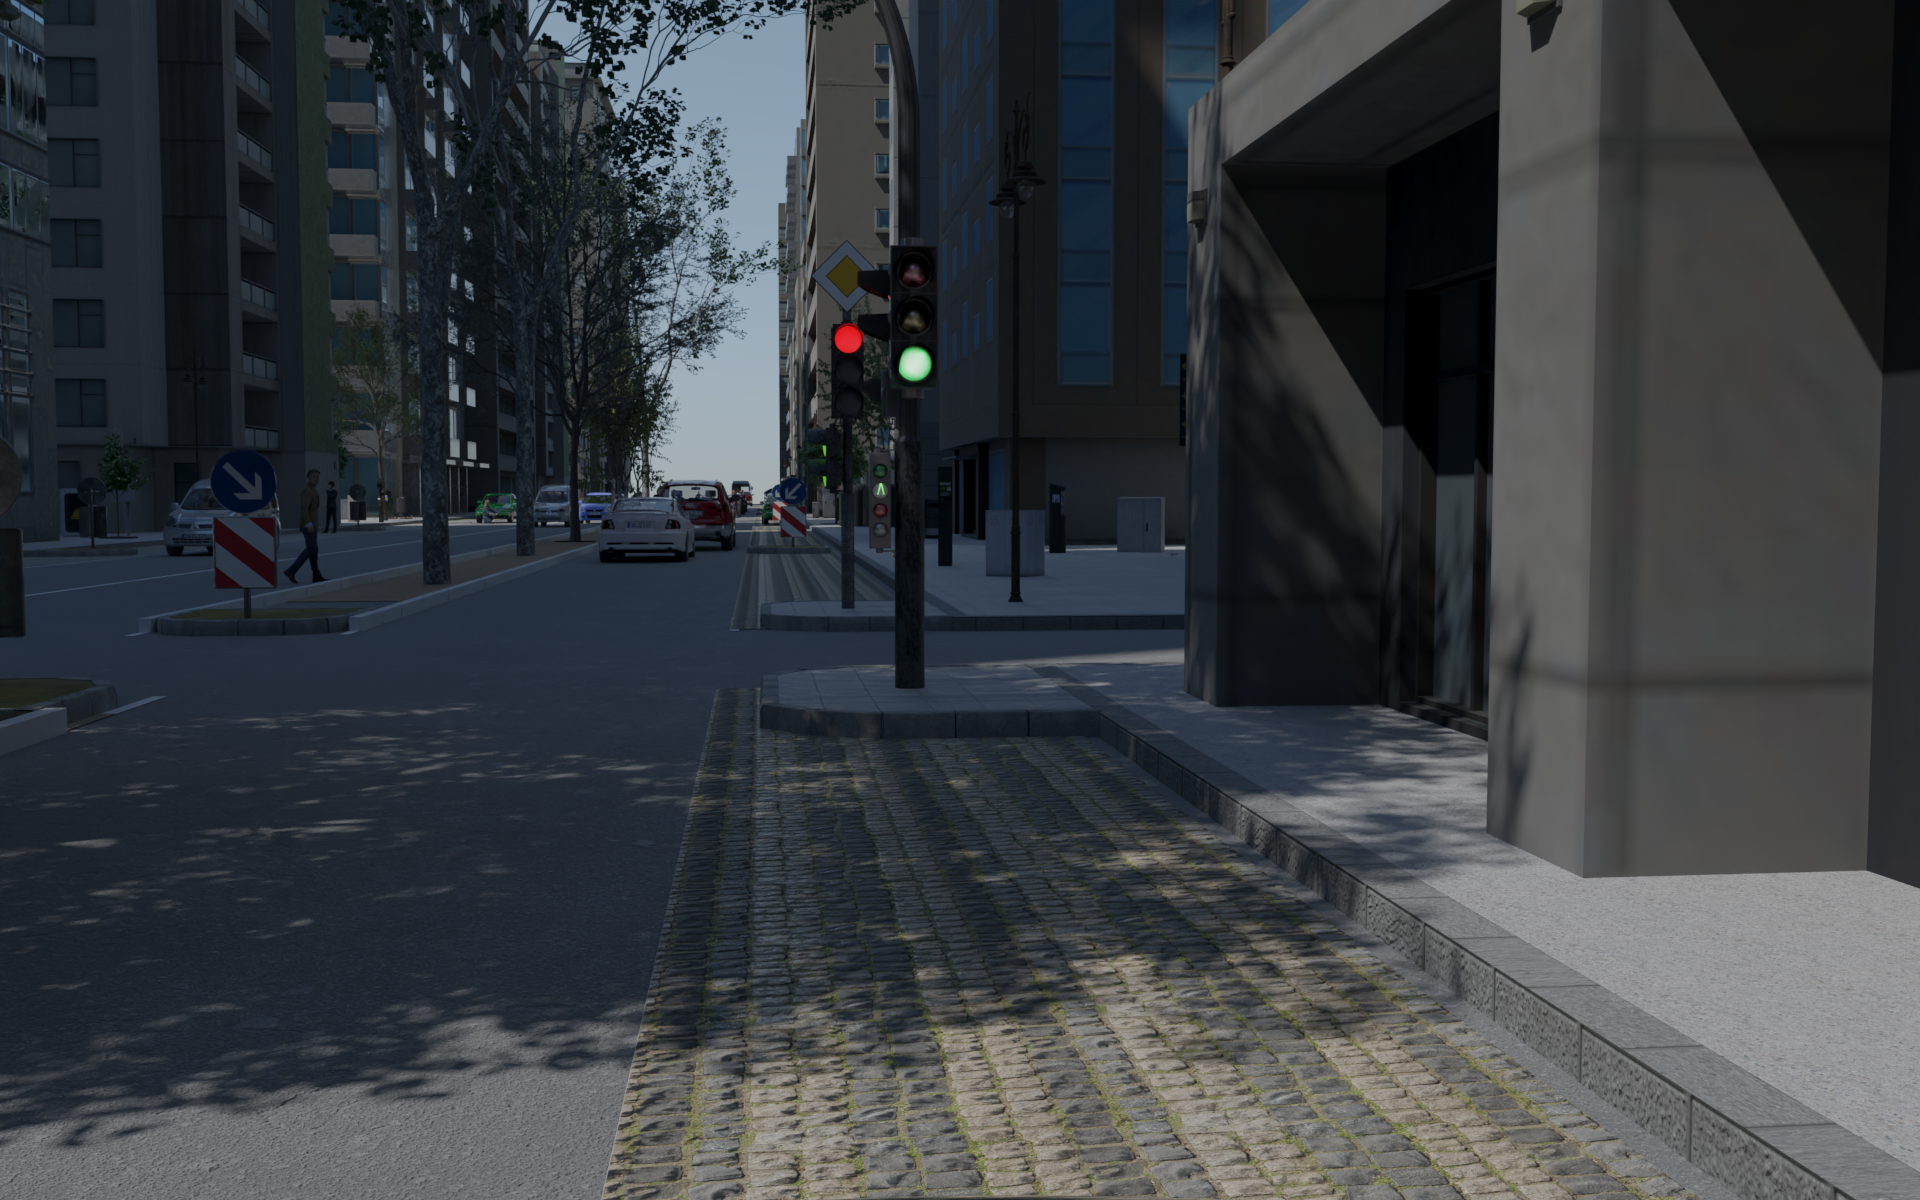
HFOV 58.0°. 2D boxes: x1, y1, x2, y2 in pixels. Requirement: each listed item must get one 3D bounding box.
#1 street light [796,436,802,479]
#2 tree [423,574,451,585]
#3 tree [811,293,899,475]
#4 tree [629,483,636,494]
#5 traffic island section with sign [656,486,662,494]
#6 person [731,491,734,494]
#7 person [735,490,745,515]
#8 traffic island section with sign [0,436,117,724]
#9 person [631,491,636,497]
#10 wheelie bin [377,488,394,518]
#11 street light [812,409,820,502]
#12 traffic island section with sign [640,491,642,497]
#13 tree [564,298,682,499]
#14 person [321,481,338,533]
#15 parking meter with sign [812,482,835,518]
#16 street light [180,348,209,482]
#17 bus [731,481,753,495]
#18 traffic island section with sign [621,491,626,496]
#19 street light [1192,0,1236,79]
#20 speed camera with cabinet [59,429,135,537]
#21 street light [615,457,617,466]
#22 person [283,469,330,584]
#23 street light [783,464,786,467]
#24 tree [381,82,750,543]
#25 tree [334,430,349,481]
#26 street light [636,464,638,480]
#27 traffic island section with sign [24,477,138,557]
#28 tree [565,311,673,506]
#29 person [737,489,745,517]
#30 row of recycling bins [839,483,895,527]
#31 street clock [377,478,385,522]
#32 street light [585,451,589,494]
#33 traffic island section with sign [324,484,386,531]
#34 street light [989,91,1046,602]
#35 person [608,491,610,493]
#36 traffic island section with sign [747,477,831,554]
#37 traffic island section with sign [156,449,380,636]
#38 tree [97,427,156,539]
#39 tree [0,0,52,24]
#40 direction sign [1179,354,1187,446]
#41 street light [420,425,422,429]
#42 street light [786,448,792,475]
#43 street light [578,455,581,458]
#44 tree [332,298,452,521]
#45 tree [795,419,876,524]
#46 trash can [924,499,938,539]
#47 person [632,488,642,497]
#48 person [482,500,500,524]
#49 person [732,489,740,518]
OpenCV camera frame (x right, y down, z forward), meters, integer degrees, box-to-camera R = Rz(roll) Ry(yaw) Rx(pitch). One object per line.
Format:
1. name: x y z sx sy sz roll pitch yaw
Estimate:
1. street light: -12.418 -9.839 133.660 0.468 5.910 1.993 0 4 -7
2. tree: -6.964 -10.258 26.062 12.611 20.169 13.585 0 3 0
3. tree: -3.014 -6.760 60.889 4.737 8.622 4.395 0 3 0
4. tree: -47.836 -15.674 250.876 1.663 3.219 1.824 0 3 0
5. traffic island section with sign: -16.019 -5.193 93.049 2.006 1.907 1.989 0 4 -7
6. person: -19.302 -8.435 147.334 0.530 1.710 0.541 2 4 31
7. person: -15.125 -6.720 119.170 0.742 1.727 0.445 0 4 -2
8. traffic island section with sign: -6.572 -0.178 11.044 2.006 1.907 1.989 0 4 -7
9. person: -34.070 -10.512 181.086 0.721 1.735 1.217 3 4 39
10. wheelie bin: -30.224 -5.091 91.152 0.693 1.594 0.980 -3 5 -43
11. street light: -8.171 -7.622 97.402 0.468 5.910 1.993 0 4 -7
12. traffic island section with sign: -41.600 -13.250 225.265 1.989 1.847 2.006 0 4 -7
13. tree: -12.106 -6.647 61.501 4.360 8.622 3.978 0 3 0
14. person: -22.938 -3.375 63.048 0.648 1.900 0.474 3 4 37
15. parking meter with sign: -6.934 -5.829 91.564 1.738 3.016 0.543 0 4 -4
16. street light: -24.235 -5.028 54.997 0.468 5.910 1.993 0 4 -7
17. bus: -30.788 -15.266 244.456 2.948 3.499 13.247 0 4 -6
18. traffic island section with sign: -38.448 -11.574 197.866 1.989 1.847 2.006 0 4 -7
19. street light: 1.734 -2.354 11.277 0.468 5.910 1.993 0 4 -7
20. speed camera with cabinet: -26.171 -3.558 52.506 2.038 3.252 0.660 -2 4 -27
21. street light: -42.185 -14.653 212.370 0.468 5.910 1.993 0 4 -7
22. person: -10.490 -1.191 27.876 0.656 1.842 0.836 3 5 40
23. street light: -21.817 -14.868 215.872 0.468 5.910 1.993 0 4 -7
24. tree: -11.438 -8.452 51.010 12.009 13.543 11.850 0 3 0
25. tree: -27.349 -5.472 73.178 4.285 4.588 4.351 0 3 0
26. street light: -46.354 -16.884 248.835 0.468 5.910 1.993 0 4 -7
27. traffic island section with sign: -20.278 -1.927 40.136 1.989 1.847 2.006 0 4 -7
28. tree: -13.881 -7.278 71.819 4.737 8.622 4.395 0 3 0
29. person: -13.395 -5.913 105.973 0.742 1.727 0.445 2 4 28
30. row of recycling bins: -3.574 -3.746 68.360 1.069 1.692 3.534 -3 5 -40
31. street clock: -26.175 -4.509 78.290 0.358 2.002 0.471 0 4 -6
32. street light: -37.939 -12.436 176.111 0.468 5.910 1.993 0 4 -7
33. traffic island section with sign: -23.391 -3.577 67.105 1.989 1.847 2.006 0 4 -7
34. street light: 0.662 -2.915 20.441 0.468 5.910 1.993 0 4 -7
35. person: -34.006 -9.708 167.892 0.621 1.740 0.551 0 4 -4
36. traffic island section with sign: -4.176 -2.047 42.094 1.989 1.847 2.006 0 4 -7
37. traffic island section with sign: -7.410 -0.628 18.404 2.006 1.907 1.989 0 4 -7
38. tree: -24.305 -3.378 49.830 1.663 3.219 1.824 0 3 0
39. tree: -6.078 -5.878 5.210 9.857 13.997 8.962 0 3 0
40. direction sign: 3.988 -2.204 28.029 0.876 3.537 0.379 1 4 15
41. street light: -28.221 -7.255 91.412 0.468 5.910 1.993 0 4 -7
42. street light: -17.556 -12.650 179.615 0.468 5.910 1.993 0 4 -7
43. street light: -36.820 -11.863 166.741 0.468 5.910 1.993 0 4 -7
44. tree: -28.020 -9.090 83.037 7.601 10.594 8.767 -1 4 -13
45. tree: -5.342 -5.516 73.904 4.285 4.588 4.351 0 3 0
46. trash can: -0.809 -2.334 49.808 0.748 1.137 0.748 0 3 0
47. person: -21.350 -6.492 114.651 1.348 1.823 0.705 -3 5 -41
48. person: -22.649 -4.259 83.630 0.738 1.151 1.012 2 4 24
49. person: -13.540 -5.785 104.001 0.530 1.710 0.541 -1 4 -22
